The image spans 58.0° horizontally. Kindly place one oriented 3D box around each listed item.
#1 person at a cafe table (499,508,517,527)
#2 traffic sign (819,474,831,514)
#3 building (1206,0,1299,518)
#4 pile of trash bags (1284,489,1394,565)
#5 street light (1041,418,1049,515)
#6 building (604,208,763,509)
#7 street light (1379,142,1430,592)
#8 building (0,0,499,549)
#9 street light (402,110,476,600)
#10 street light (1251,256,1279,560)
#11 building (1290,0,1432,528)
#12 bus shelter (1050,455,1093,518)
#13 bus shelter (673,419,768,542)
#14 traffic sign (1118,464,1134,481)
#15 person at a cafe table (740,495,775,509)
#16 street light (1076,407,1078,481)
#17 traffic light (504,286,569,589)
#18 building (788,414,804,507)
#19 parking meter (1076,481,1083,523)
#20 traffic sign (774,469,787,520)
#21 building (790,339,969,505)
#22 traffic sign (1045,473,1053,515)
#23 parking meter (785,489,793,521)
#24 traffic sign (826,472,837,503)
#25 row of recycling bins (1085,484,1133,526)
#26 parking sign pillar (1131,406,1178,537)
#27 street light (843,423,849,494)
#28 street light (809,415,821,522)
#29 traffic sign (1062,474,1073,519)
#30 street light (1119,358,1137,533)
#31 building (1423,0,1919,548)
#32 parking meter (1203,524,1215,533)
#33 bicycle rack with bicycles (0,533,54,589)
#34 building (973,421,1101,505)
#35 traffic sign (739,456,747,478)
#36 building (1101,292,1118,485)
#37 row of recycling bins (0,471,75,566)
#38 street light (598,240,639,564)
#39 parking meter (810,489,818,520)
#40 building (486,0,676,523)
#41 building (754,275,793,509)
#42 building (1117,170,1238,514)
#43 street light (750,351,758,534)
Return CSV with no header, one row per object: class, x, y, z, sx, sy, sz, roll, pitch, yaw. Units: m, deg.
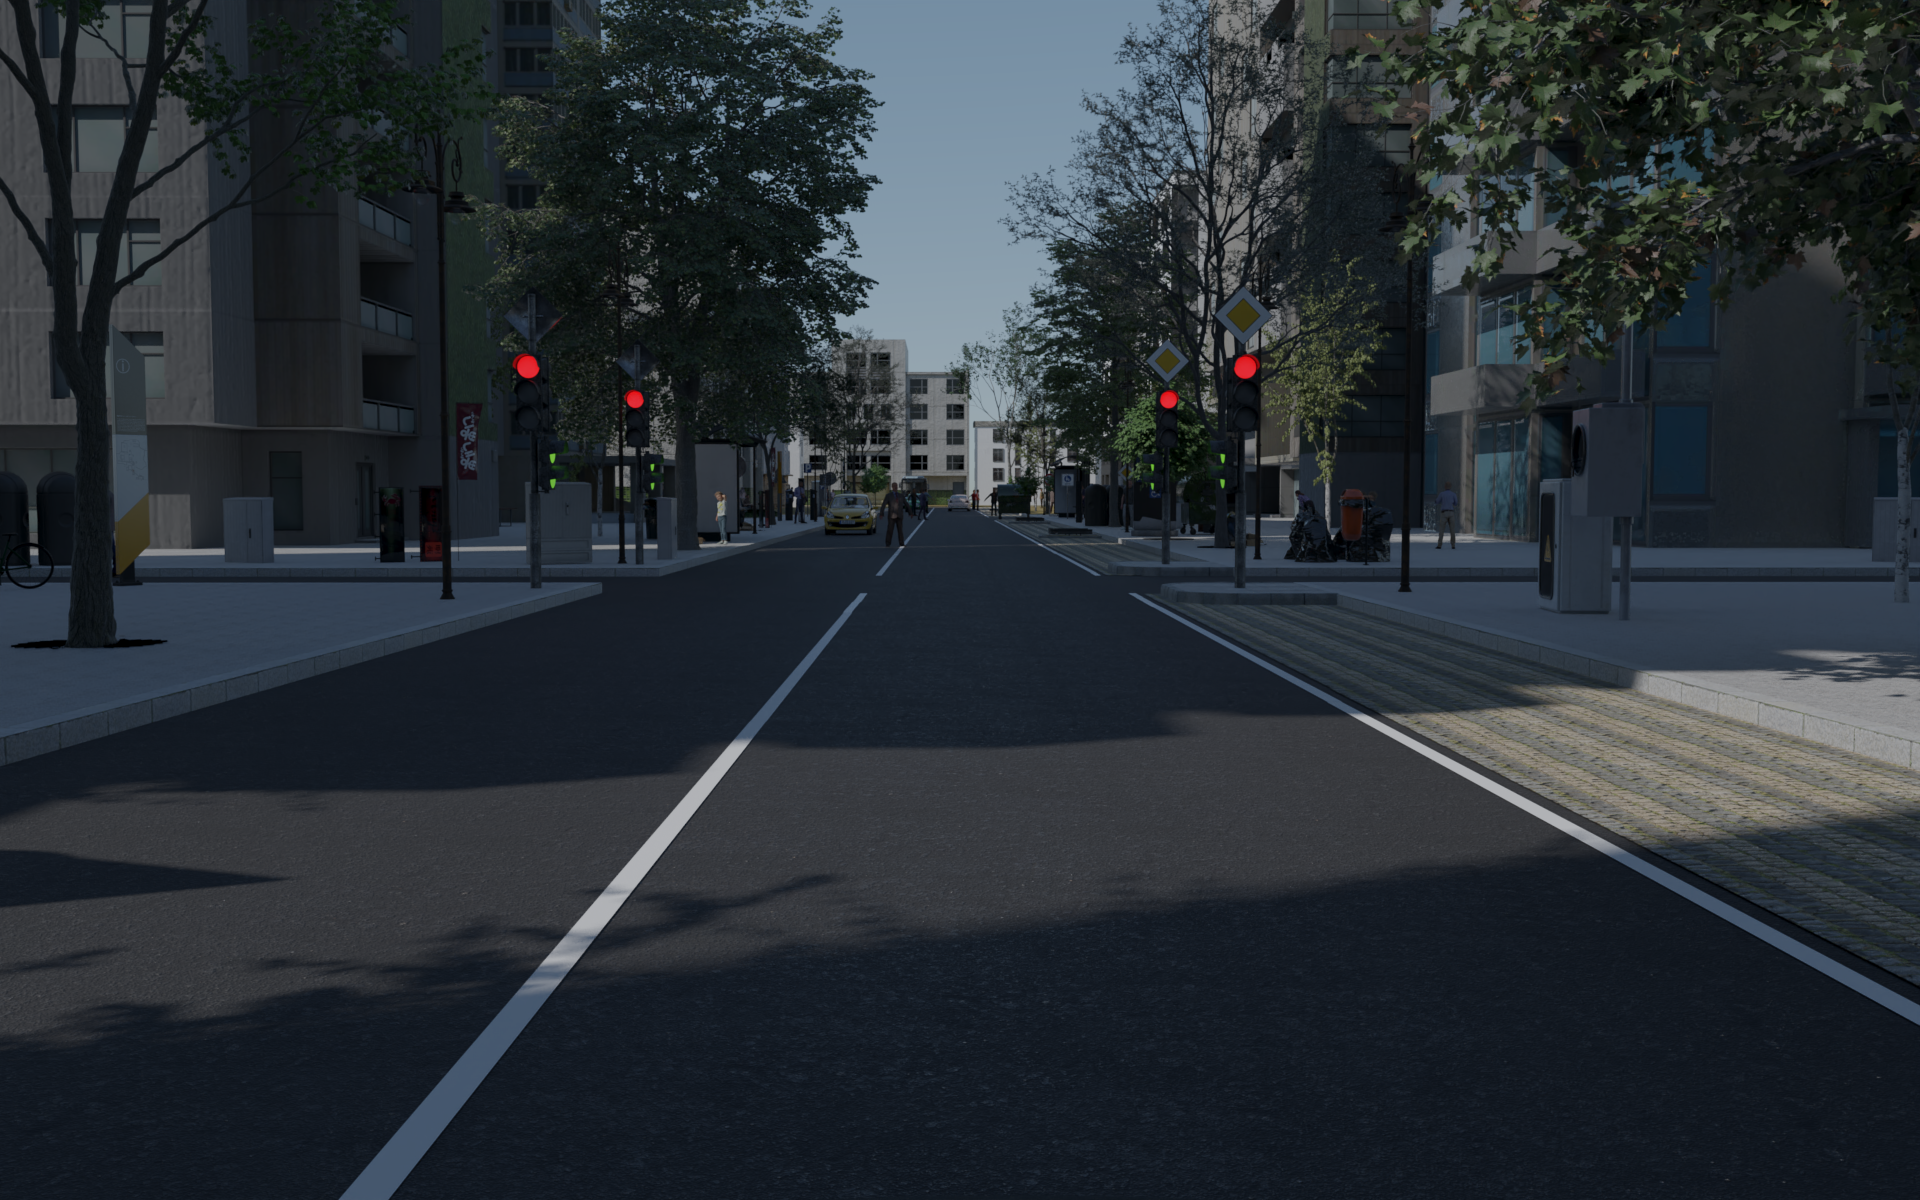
person at a cafe table,-18.576,-3.659,68.334,1.622,1.524,1.698,1,4,9
traffic sign,-6.852,-5.260,88.123,0.606,2.300,0.079,0,4,7
building,28.475,-30.732,91.708,28.713,52.752,27.495,0,4,0
pile of trash bags,7.212,-1.401,32.652,1.912,1.369,3.447,0,4,5
street light,5.113,-8.096,105.152,0.468,5.910,1.993,0,4,0
building,-24.058,-15.683,122.870,16.747,18.905,31.486,0,4,0
street light,5.837,-3.043,22.540,0.468,5.910,1.993,0,4,0
building,-21.071,-22.098,44.901,14.154,41.232,14.086,0,4,0
street light,-6.256,-2.946,20.959,0.468,5.910,1.993,0,4,0
street light,5.833,-3.730,33.778,0.468,5.910,1.993,0,4,0
building,20.746,-18.340,71.561,14.160,30.474,14.107,0,4,0
bus shelter,5.927,-5.991,91.871,2.014,3.302,5.546,0,4,-1
bus shelter,-6.738,-3.374,49.090,2.014,3.302,5.546,0,4,0
traffic sign,7.142,-4.550,74.124,0.795,2.593,0.064,0,4,8
person at a cafe table,-11.807,-5.424,99.544,1.726,1.238,1.698,2,4,25
street light,5.517,-6.640,81.349,0.468,5.910,1.993,0,4,0
traffic light,-5.754,-2.112,23.458,0.839,4.253,0.868,0,4,0
building,-29.640,-13.966,170.493,28.070,9.664,9.099,0,4,0
parking meter,5.351,-4.406,77.742,0.255,1.863,0.399,1,4,13
traffic sign,-8.915,-5.185,84.786,0.884,2.594,0.081,1,4,9
building,-14.739,-20.790,206.368,31.486,18.905,16.747,0,4,0
traffic sign,5.539,-6.540,107.029,0.768,2.556,0.104,0,4,6
parking meter,-8.269,-4.610,83.777,0.372,1.533,0.369,0,3,0
traffic sign,-7.395,-6.023,98.589,0.768,2.556,0.104,0,4,5
row of recycling bins,6.594,-3.850,70.067,3.534,1.692,1.069,-2,4,-34
parking sign pillar,5.938,-3.930,52.732,1.447,3.967,1.447,0,4,4
street light,-6.961,-8.057,104.524,0.468,5.910,1.993,0,4,0
street light,-6.675,-6.544,79.789,0.468,5.910,1.993,0,4,0
traffic sign,5.490,-5.274,88.359,0.606,2.300,0.079,0,4,1
street light,5.569,-5.185,57.567,0.468,5.910,1.993,0,4,0
building,29.028,-26.282,49.318,30.456,49.044,23.786,0,4,0
parking meter,8.215,-3.140,57.053,0.255,1.863,0.399,3,5,44
bicycle rack with bicycles,-13.692,-0.591,23.038,2.925,0.926,2.852,-2,4,-24
building,15.565,-15.980,203.415,28.070,9.664,9.099,0,4,0
traffic sign,-7.339,-3.447,56.458,0.768,2.556,0.104,0,4,6
building,26.661,-19.244,158.621,27.936,21.610,32.646,0,4,0
row of recycling bins,-17.561,-1.466,31.085,3.534,1.692,1.069,0,4,-7
street light,-6.238,-3.610,31.805,0.468,5.910,1.993,0,4,0
parking meter,-7.189,-4.690,85.088,0.372,1.533,0.369,0,3,0
building,-30.375,-23.861,82.006,32.217,40.220,23.993,0,4,0
building,-23.284,-18.313,155.840,16.016,20.091,11.380,0,4,0
building,27.293,-17.252,126.040,27.936,21.610,32.646,0,4,0
street light,-6.607,-5.064,55.585,0.468,5.910,1.993,0,4,0
